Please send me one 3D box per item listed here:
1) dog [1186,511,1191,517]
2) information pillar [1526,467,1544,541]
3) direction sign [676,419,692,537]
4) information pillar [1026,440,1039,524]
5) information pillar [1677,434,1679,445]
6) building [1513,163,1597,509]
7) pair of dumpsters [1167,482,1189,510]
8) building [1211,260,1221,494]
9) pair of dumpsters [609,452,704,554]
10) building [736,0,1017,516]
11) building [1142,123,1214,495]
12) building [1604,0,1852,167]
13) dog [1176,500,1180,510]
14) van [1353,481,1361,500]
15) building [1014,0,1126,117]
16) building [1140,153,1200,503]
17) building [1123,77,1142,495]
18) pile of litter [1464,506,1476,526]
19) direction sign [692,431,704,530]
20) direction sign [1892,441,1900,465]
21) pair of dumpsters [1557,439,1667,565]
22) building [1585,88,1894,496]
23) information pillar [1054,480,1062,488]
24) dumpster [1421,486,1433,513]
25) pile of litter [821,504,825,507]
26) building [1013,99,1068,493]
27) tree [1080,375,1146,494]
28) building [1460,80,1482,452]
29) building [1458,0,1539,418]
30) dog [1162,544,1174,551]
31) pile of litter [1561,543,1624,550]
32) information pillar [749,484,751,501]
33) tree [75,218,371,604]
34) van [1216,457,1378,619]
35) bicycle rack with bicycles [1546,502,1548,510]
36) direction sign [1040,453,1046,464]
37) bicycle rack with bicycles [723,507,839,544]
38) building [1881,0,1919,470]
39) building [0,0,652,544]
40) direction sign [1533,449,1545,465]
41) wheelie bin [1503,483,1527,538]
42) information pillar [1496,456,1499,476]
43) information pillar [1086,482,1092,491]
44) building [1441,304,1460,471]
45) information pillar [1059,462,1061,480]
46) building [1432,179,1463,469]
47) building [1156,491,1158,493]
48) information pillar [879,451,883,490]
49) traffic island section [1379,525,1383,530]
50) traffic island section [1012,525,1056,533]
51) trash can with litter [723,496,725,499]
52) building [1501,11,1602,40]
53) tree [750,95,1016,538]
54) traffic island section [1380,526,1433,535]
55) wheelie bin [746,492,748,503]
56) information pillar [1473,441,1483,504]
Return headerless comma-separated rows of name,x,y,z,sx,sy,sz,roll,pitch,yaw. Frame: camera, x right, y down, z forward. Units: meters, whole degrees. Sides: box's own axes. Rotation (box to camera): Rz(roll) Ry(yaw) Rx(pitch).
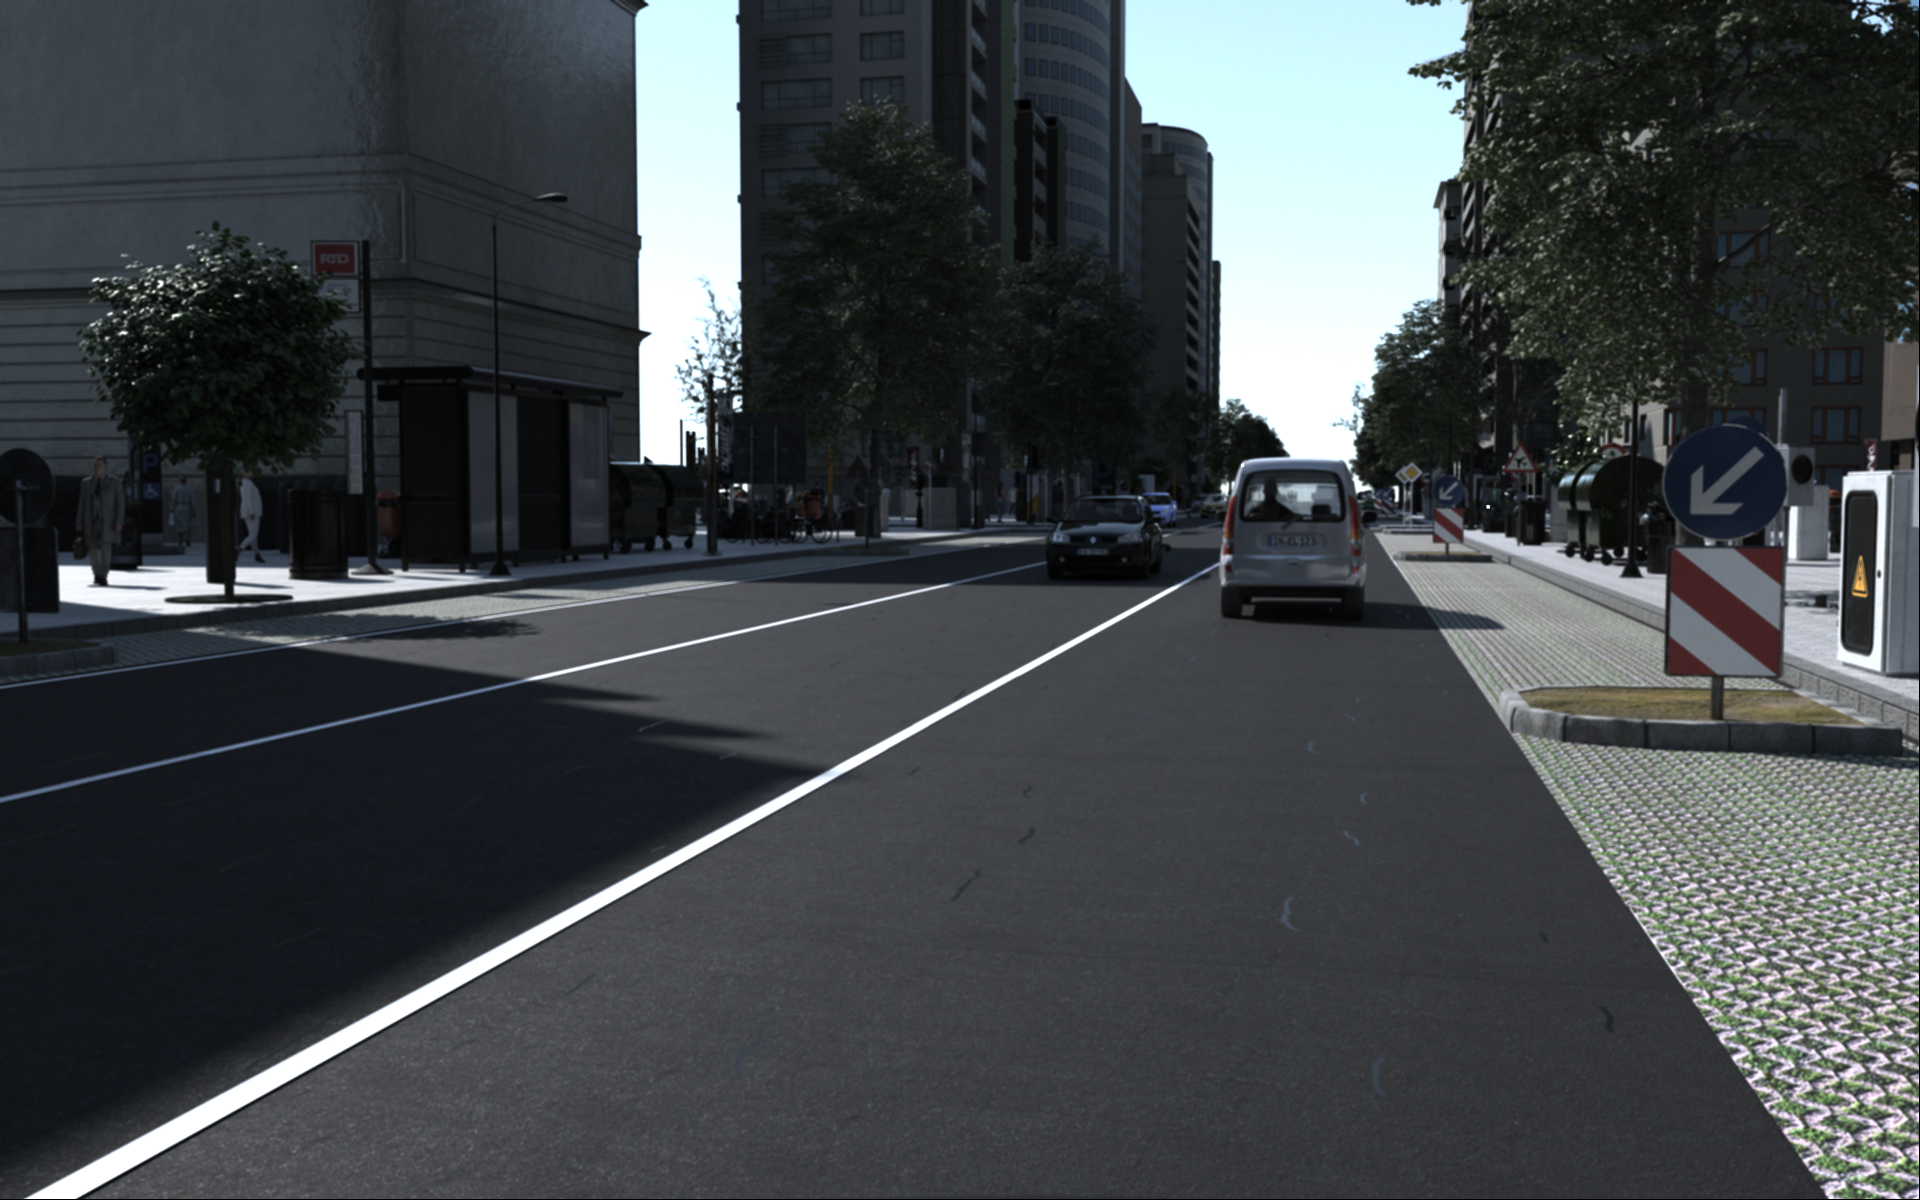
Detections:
dog,14.093,-5.261,106.211,0.748,0.427,0.550,-2,4,-34
information pillar,15.189,-2.524,45.756,0.304,2.012,0.304,-1,4,-20
direction sign,-8.413,-3.693,52.378,0.379,3.537,0.876,0,4,-5
information pillar,3.105,-5.056,74.021,0.504,3.616,0.183,1,4,15
information pillar,28.045,-4.658,67.512,0.504,3.616,0.183,-3,5,-44
building,56.798,-23.443,155.001,14.160,30.474,14.107,1,4,13
pair of dumpsters,17.452,-8.350,139.014,1.574,2.255,4.437,1,4,12
building,36.921,-37.456,295.997,14.154,41.232,14.086,1,4,13
pair of dumpsters,-7.223,-2.223,38.835,1.574,2.255,4.437,1,4,13
building,-4.717,-25.861,106.424,14.154,41.232,14.086,1,4,13
building,28.357,-44.823,274.850,21.231,58.520,28.212,1,4,13
building,50.577,-26.508,117.004,14.154,41.232,14.086,1,4,13
dog,17.029,-7.436,135.963,0.513,0.831,0.800,0,4,8
van,17.050,-4.537,78.561,2.240,2.365,5.245,1,4,13
building,3.373,-38.047,164.072,21.231,58.520,28.212,1,4,13
building,22.987,-38.360,250.879,21.300,48.544,21.600,1,4,13
building,11.547,-32.681,184.438,14.600,45.320,14.200,1,4,13
pile of litter,20.495,-3.464,70.608,1.176,0.858,1.719,2,4,29
direction sign,-9.640,-4.289,62.119,0.379,3.537,0.876,1,4,14
direction sign,25.610,-3.346,46.708,0.876,3.537,0.379,2,4,32
pair of dumpsters,12.441,-1.860,32.909,1.574,2.255,4.437,1,4,12
building,47.697,-14.665,84.806,28.899,21.520,27.650,1,4,13
information pillar,5.100,-5.251,90.352,0.304,2.012,0.304,-3,5,-42
dumpster,31.006,-6.624,114.055,1.264,1.857,1.865,1,4,13
pile of litter,-6.505,-4.296,84.200,1.176,0.858,1.719,2,4,27
building,-0.078,-21.811,128.317,14.160,30.474,14.107,1,4,13
tree,9.121,-9.291,102.278,4.737,8.622,4.395,0,3,0
building,67.431,-34.792,192.552,21.300,48.544,21.600,1,4,13
building,79.055,-49.170,242.189,20.563,71.187,20.611,1,4,13
dog,5.046,-1.433,43.621,0.550,0.427,0.748,-1,4,-18
pile of litter,14.896,-1.638,40.744,1.176,0.858,1.719,0,4,-4
information pillar,-11.606,-6.399,95.983,0.183,3.616,0.504,-1,4,-12
tree,-8.796,-2.274,20.898,4.285,4.588,4.351,0,3,0
van,4.135,-0.878,21.372,2.013,2.044,4.112,1,4,12
bicycle rack with bicycles,46.178,-7.727,139.715,2.925,0.926,2.852,-1,4,-17
direction sign,4.150,-6.327,95.442,0.876,3.537,0.379,0,4,-2
bicycle rack with bicycles,-4.428,-1.971,45.616,2.925,0.926,2.852,3,4,37
building,29.865,-23.648,36.760,14.600,45.320,14.200,1,4,13
building,-26.106,-13.460,53.362,30.059,22.955,16.112,1,4,13
direction sign,28.958,-5.791,86.672,0.876,3.537,0.379,-2,4,-34
wheelie bin,16.468,-2.641,51.089,0.693,1.594,0.980,-2,4,-28
information pillar,33.263,-7.088,107.238,0.183,3.616,0.504,2,4,28
information pillar,8.040,-6.324,107.889,0.304,2.012,0.304,0,4,-1
building,79.855,-29.927,261.007,14.160,30.474,14.107,1,4,13
information pillar,5.383,-6.229,93.202,0.183,3.616,0.504,1,4,12
building,91.255,-42.191,279.060,28.713,52.752,27.495,1,4,13
building,7.021,-31.391,205.131,32.217,40.220,23.993,1,4,13
information pillar,-3.981,-5.792,86.054,0.183,3.616,0.504,-2,4,-25
traffic island section,17.959,-2.913,69.909,2.009,0.180,2.903,1,4,13
traffic island section,3.197,-2.614,65.021,2.009,0.180,2.903,1,4,13
trash can with litter,-18.432,-7.434,132.930,1.055,1.170,0.624,-3,4,-36
building,63.459,-33.488,171.224,21.300,48.544,21.600,1,4,13
tree,-2.062,-8.059,49.888,7.486,12.596,7.792,0,3,0
traffic island section,16.217,-2.436,62.116,2.009,0.180,2.903,1,4,13
wheelie bin,-18.536,-8.634,149.071,0.693,1.594,0.980,0,4,-3
information pillar,21.815,-5.004,73.175,0.504,3.616,0.183,0,4,3
